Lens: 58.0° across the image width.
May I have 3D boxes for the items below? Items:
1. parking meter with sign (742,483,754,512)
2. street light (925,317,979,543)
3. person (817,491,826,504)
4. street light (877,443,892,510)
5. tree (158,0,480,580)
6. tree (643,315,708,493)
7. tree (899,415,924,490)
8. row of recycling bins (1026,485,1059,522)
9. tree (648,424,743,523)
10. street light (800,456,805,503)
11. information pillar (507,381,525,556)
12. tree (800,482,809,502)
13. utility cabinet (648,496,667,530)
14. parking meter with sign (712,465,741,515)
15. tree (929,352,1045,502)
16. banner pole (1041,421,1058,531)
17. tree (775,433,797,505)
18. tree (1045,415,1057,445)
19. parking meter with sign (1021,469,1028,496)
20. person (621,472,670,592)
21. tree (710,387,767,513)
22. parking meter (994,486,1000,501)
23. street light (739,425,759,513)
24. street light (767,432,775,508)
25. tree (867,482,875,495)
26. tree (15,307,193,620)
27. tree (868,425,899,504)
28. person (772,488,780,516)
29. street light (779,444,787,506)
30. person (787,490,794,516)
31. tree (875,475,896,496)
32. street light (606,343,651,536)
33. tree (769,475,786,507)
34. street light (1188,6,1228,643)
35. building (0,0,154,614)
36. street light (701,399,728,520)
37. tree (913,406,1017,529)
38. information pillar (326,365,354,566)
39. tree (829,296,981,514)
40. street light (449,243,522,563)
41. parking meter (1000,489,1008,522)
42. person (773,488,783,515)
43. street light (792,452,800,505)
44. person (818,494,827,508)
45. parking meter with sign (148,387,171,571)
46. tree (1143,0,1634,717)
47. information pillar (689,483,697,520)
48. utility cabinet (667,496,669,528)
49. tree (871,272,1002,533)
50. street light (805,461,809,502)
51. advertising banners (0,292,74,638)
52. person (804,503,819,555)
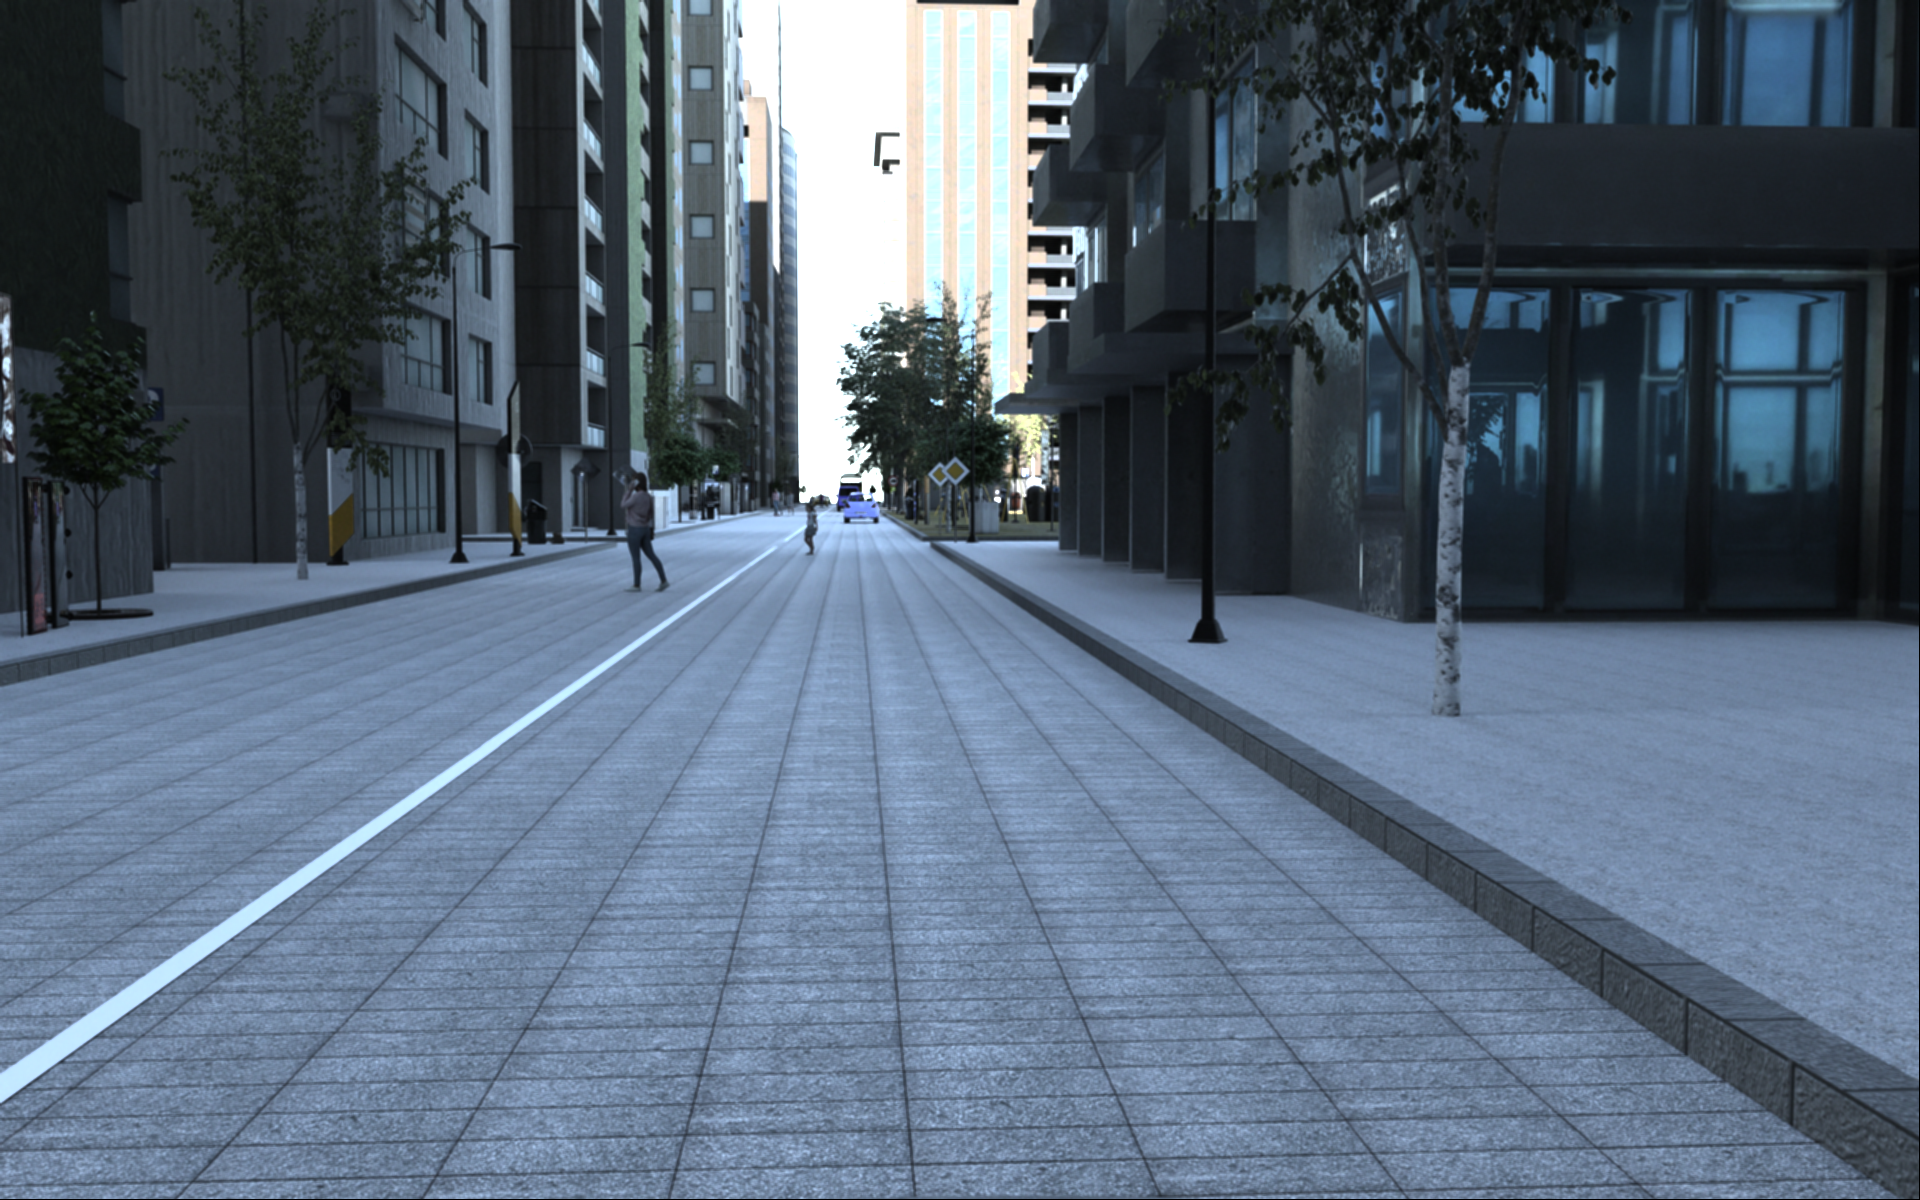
[{"bbox_3d":[-15.440,-7.755,123.050,1.738,3.016,0.543,2,4,25],"label":"parking meter with sign"},{"bbox_3d":[-0.206,-4.472,45.661,1.470,5.913,1.316,0,4,-4],"label":"street light"},{"bbox_3d":[-15.203,-11.054,190.018,1.217,1.735,0.721,2,4,32],"label":"person"},{"bbox_3d":[-6.308,-10.328,141.411,1.470,5.913,1.316,0,4,-4],"label":"street light"},{"bbox_3d":[-9.659,-4.610,25.735,4.737,8.622,4.395,0,3,0],"label":"tree"},{"bbox_3d":[-12.453,-7.323,70.088,4.737,8.622,4.395,0,3,0],"label":"tree"},{"bbox_3d":[-1.173,-10.534,122.593,4.737,8.622,4.395,0,3,0],"label":"tree"},{"bbox_3d":[4.761,-4.494,80.591,3.534,1.692,1.069,-1,4,-18],"label":"row of recycling bins"},{"bbox_3d":[-12.724,-5.771,78.068,4.285,4.588,4.351,0,3,0],"label":"tree"},{"bbox_3d":[-20.022,-14.666,212.329,1.470,5.913,1.316,0,4,-4],"label":"street light"},{"bbox_3d":[-9.177,-2.712,35.689,0.183,3.616,0.504,0,4,6],"label":"information pillar"},{"bbox_3d":[-23.880,-16.575,265.608,1.663,3.219,1.824,0,3,0],"label":"tree"},{"bbox_3d":[-10.940,-3.123,62.223,0.306,1.237,1.020,1,4,10],"label":"utility cabinet"},{"bbox_3d":[-14.273,-6.665,105.234,0.543,3.016,1.738,2,4,33],"label":"parking meter with sign"},{"bbox_3d":[1.257,-8.465,88.762,4.737,8.622,4.395,0,3,0],"label":"tree"},{"bbox_3d":[3.024,-4.252,59.540,0.401,3.779,0.863,3,5,41],"label":"banner pole"},{"bbox_3d":[-20.943,-15.520,204.111,4.360,8.622,3.978,0,3,0],"label":"tree"},{"bbox_3d":[3.856,-9.150,99.969,4.737,8.622,4.395,0,3,0],"label":"tree"},{"bbox_3d":[4.931,-7.438,117.867,0.543,3.016,1.738,-3,4,-36],"label":"parking meter with sign"},{"bbox_3d":[-4.620,-1.000,25.440,0.643,1.750,0.593,1,4,19],"label":"person"},{"bbox_3d":[-15.297,-10.330,119.264,4.360,8.622,3.978,0,3,0],"label":"tree"},{"bbox_3d":[2.445,-6.693,115.145,0.399,1.863,0.255,-1,4,-10],"label":"parking meter"},{"bbox_3d":[-14.089,-8.761,115.791,1.470,5.913,1.316,0,4,-4],"label":"street light"},{"bbox_3d":[-14.845,-9.611,129.684,1.470,5.913,1.316,0,4,-4],"label":"street light"},{"bbox_3d":[-13.812,-17.115,274.437,1.663,3.219,1.824,0,3,0],"label":"tree"},{"bbox_3d":[-8.909,-1.439,18.122,1.663,3.219,1.824,0,3,0],"label":"tree"},{"bbox_3d":[-3.566,-10.944,129.302,4.737,8.622,4.395,0,3,0],"label":"tree"},{"bbox_3d":[-11.918,-6.332,112.030,0.555,1.821,0.388,-3,4,-39],"label":"person"},{"bbox_3d":[-16.882,-11.494,160.472,1.470,5.913,1.316,0,4,-4],"label":"street light"},{"bbox_3d":[-11.245,-6.462,114.910,0.466,1.731,0.760,1,4,10],"label":"person"},{"bbox_3d":[-6.642,-10.012,158.291,1.663,3.219,1.824,0,3,0],"label":"tree"},{"bbox_3d":[-10.188,-4.934,53.219,1.470,5.913,1.316,0,4,-4],"label":"street light"},{"bbox_3d":[-18.592,-11.179,177.370,1.663,3.219,1.824,0,3,0],"label":"tree"},{"bbox_3d":[1.613,-2.587,14.841,1.470,5.913,1.316,0,4,-4],"label":"street light"},{"bbox_3d":[-17.076,-14.840,14.344,14.160,30.474,14.107,0,4,-4],"label":"building"},{"bbox_3d":[-12.020,-6.863,84.755,1.470,5.913,1.316,0,4,-4],"label":"street light"},{"bbox_3d":[-0.180,-5.180,68.404,4.285,4.588,4.351,0,3,0],"label":"tree"},{"bbox_3d":[-11.185,-2.438,31.214,0.183,3.616,0.504,2,4,33],"label":"information pillar"},{"bbox_3d":[-3.730,-12.578,112.298,9.857,13.997,8.962,0,3,0],"label":"tree"},{"bbox_3d":[-8.813,-3.648,32.194,1.470,5.913,1.316,0,4,-4],"label":"street light"},{"bbox_3d":[2.040,-4.387,80.132,0.372,1.533,0.369,0,3,0],"label":"parking meter"},{"bbox_3d":[-12.569,-6.776,119.156,0.748,1.841,0.638,3,5,41],"label":"person"},{"bbox_3d":[-18.738,-13.378,191.272,1.470,5.913,1.316,0,4,-4],"label":"street light"},{"bbox_3d":[-14.185,-10.208,178.622,0.991,1.433,0.599,-1,4,-20],"label":"person"},{"bbox_3d":[-13.586,-2.010,29.122,0.543,3.016,1.738,-1,4,-20],"label":"parking meter with sign"},{"bbox_3d":[2.775,-3.650,10.033,4.360,8.622,3.978,0,3,0],"label":"tree"},{"bbox_3d":[-13.445,-5.063,87.278,0.304,2.012,0.304,2,4,28],"label":"information pillar"},{"bbox_3d":[-11.217,-3.321,65.461,0.306,1.237,1.020,0,4,-2],"label":"utility cabinet"},{"bbox_3d":[-0.528,-6.551,57.475,4.360,8.622,3.978,0,3,0],"label":"tree"},{"bbox_3d":[-21.947,-16.550,243.125,1.470,5.913,1.316,0,4,-4],"label":"street light"},{"bbox_3d":[-8.506,-1.205,15.898,0.090,3.025,2.074,-1,4,-13],"label":"advertising banners"},{"bbox_3d":[-3.466,-1.677,40.929,0.382,1.210,0.505,-3,4,-36],"label":"person"}]
